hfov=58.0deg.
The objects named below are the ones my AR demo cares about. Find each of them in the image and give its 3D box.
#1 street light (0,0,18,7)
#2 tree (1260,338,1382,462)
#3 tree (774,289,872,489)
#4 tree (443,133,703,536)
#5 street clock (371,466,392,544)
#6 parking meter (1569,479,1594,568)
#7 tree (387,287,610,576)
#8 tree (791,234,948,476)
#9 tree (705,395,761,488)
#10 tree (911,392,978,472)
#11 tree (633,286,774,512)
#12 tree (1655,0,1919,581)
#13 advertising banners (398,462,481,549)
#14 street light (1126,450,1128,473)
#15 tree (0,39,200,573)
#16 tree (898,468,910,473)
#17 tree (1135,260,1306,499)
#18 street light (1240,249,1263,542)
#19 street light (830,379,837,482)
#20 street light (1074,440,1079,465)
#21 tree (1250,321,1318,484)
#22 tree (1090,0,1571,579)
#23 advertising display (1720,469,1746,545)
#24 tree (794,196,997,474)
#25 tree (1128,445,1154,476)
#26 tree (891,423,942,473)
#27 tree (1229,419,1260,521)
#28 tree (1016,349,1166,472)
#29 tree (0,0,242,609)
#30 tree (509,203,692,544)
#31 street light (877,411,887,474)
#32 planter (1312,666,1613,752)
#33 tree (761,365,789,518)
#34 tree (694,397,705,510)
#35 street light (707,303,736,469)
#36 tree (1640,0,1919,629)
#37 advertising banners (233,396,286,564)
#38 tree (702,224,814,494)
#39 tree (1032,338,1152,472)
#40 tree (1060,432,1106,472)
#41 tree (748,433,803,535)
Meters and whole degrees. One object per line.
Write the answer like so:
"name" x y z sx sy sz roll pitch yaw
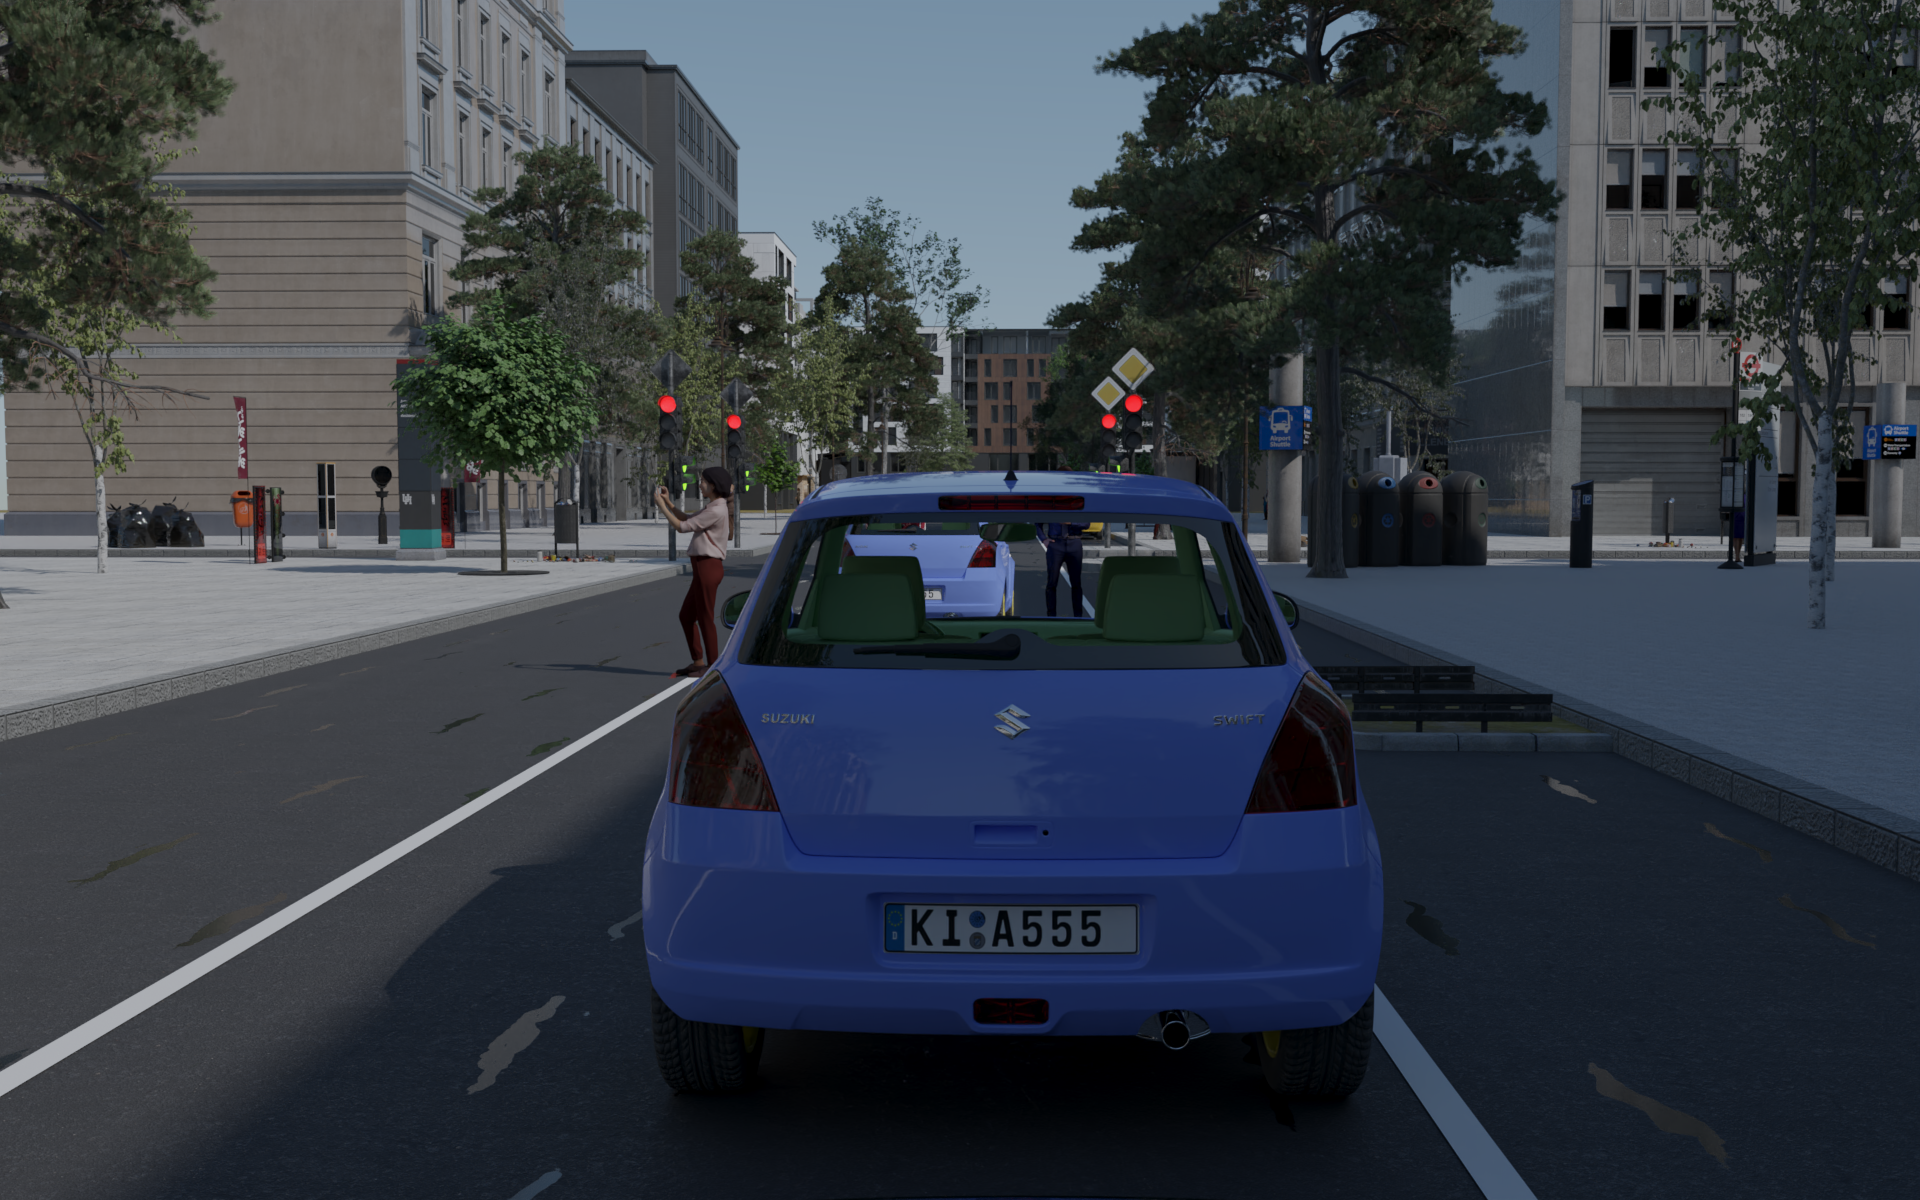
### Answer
"street light" -6.562 -2.354 11.284 0.468 5.910 1.993 0 4 2
"tree" 14.119 -7.102 66.478 4.737 8.622 4.395 0 3 0
"tree" -5.234 -6.884 62.916 4.737 8.622 4.395 0 3 0
"tree" -12.140 -8.009 53.005 6.751 12.117 7.091 0 3 0
"street clock" -14.781 -2.430 44.301 0.471 2.002 0.358 -3 4 -37
"parking meter" 10.815 -1.328 30.131 0.372 1.533 0.369 0 3 0
"tree" -7.375 -2.694 27.766 4.285 4.588 4.351 0 3 0
"tree" -4.276 -10.852 84.850 7.806 13.903 7.818 0 3 0
"tree" -12.691 -8.260 85.409 4.360 8.622 3.978 0 3 0
"tree" -1.831 -16.718 191.468 7.486 12.596 7.792 0 3 0
"tree" -9.908 -6.842 62.223 4.737 8.622 4.395 0 3 0
"tree" 12.582 -4.584 25.308 4.360 8.622 3.978 0 3 0
"advertising banners" -12.145 -2.719 40.640 2.074 3.025 0.090 0 4 3
"street light" 6.158 -5.561 63.710 0.468 5.910 1.993 0 4 2
"tree" -14.006 -4.723 27.591 4.737 8.622 4.395 0 3 0
"tree" -4.045 -8.194 128.568 1.663 3.219 1.824 0 3 0
"tree" 10.966 -10.163 73.592 7.806 13.903 7.818 0 3 0
"street light" 5.327 -3.637 32.248 0.468 5.910 1.993 0 4 2
"street light" -4.985 -5.827 68.058 0.468 5.910 1.993 0 4 2
"street light" 7.728 -8.735 115.601 0.468 5.910 1.993 0 4 2
"tree" 13.401 -6.799 61.520 4.360 8.622 3.978 0 3 0
"tree" 5.622 -6.367 26.155 6.751 12.117 7.091 0 3 0
"advertising display" 19.775 -2.364 43.866 0.974 1.923 0.123 1 4 22
"tree" -4.075 -15.456 108.598 12.611 20.169 13.585 0 3 0
"tree" 7.130 -4.500 68.172 1.663 3.219 1.824 0 3 0
"tree" -3.652 -11.433 137.297 4.360 8.622 3.978 0 3 0
"tree" 13.624 -8.036 81.746 4.737 8.622 4.395 0 3 0
"tree" 7.669 -9.857 95.578 8.767 10.594 7.601 2 4 27
"tree" -11.029 -5.923 18.894 6.751 12.117 7.091 0 3 0
"tree" -9.845 -5.774 44.770 4.360 8.622 3.978 0 3 0
"street light" -4.218 -7.412 93.980 0.468 5.910 1.993 0 4 2
"planter" 2.685 0.642 10.641 1.991 0.319 1.994 0 4 2
"tree" -10.766 -8.793 94.136 4.360 8.622 3.978 0 3 0
"tree" -13.489 -7.727 76.695 4.360 8.622 3.978 0 3 0
"street light" -5.774 -4.242 42.138 0.468 5.910 1.993 0 4 2
"tree" 8.397 -4.040 16.421 4.737 8.622 4.395 0 3 0
"advertising banners" -12.914 -2.186 31.925 0.090 3.025 2.074 0 4 1
"tree" -9.270 -9.033 69.741 6.751 12.117 7.091 0 3 0
"tree" 8.371 -11.120 107.569 9.928 11.665 9.643 0 3 0
"tree" 8.736 -10.443 121.108 4.360 8.622 3.978 0 3 0
"tree" -5.688 -3.667 54.565 1.663 3.219 1.824 0 3 0
